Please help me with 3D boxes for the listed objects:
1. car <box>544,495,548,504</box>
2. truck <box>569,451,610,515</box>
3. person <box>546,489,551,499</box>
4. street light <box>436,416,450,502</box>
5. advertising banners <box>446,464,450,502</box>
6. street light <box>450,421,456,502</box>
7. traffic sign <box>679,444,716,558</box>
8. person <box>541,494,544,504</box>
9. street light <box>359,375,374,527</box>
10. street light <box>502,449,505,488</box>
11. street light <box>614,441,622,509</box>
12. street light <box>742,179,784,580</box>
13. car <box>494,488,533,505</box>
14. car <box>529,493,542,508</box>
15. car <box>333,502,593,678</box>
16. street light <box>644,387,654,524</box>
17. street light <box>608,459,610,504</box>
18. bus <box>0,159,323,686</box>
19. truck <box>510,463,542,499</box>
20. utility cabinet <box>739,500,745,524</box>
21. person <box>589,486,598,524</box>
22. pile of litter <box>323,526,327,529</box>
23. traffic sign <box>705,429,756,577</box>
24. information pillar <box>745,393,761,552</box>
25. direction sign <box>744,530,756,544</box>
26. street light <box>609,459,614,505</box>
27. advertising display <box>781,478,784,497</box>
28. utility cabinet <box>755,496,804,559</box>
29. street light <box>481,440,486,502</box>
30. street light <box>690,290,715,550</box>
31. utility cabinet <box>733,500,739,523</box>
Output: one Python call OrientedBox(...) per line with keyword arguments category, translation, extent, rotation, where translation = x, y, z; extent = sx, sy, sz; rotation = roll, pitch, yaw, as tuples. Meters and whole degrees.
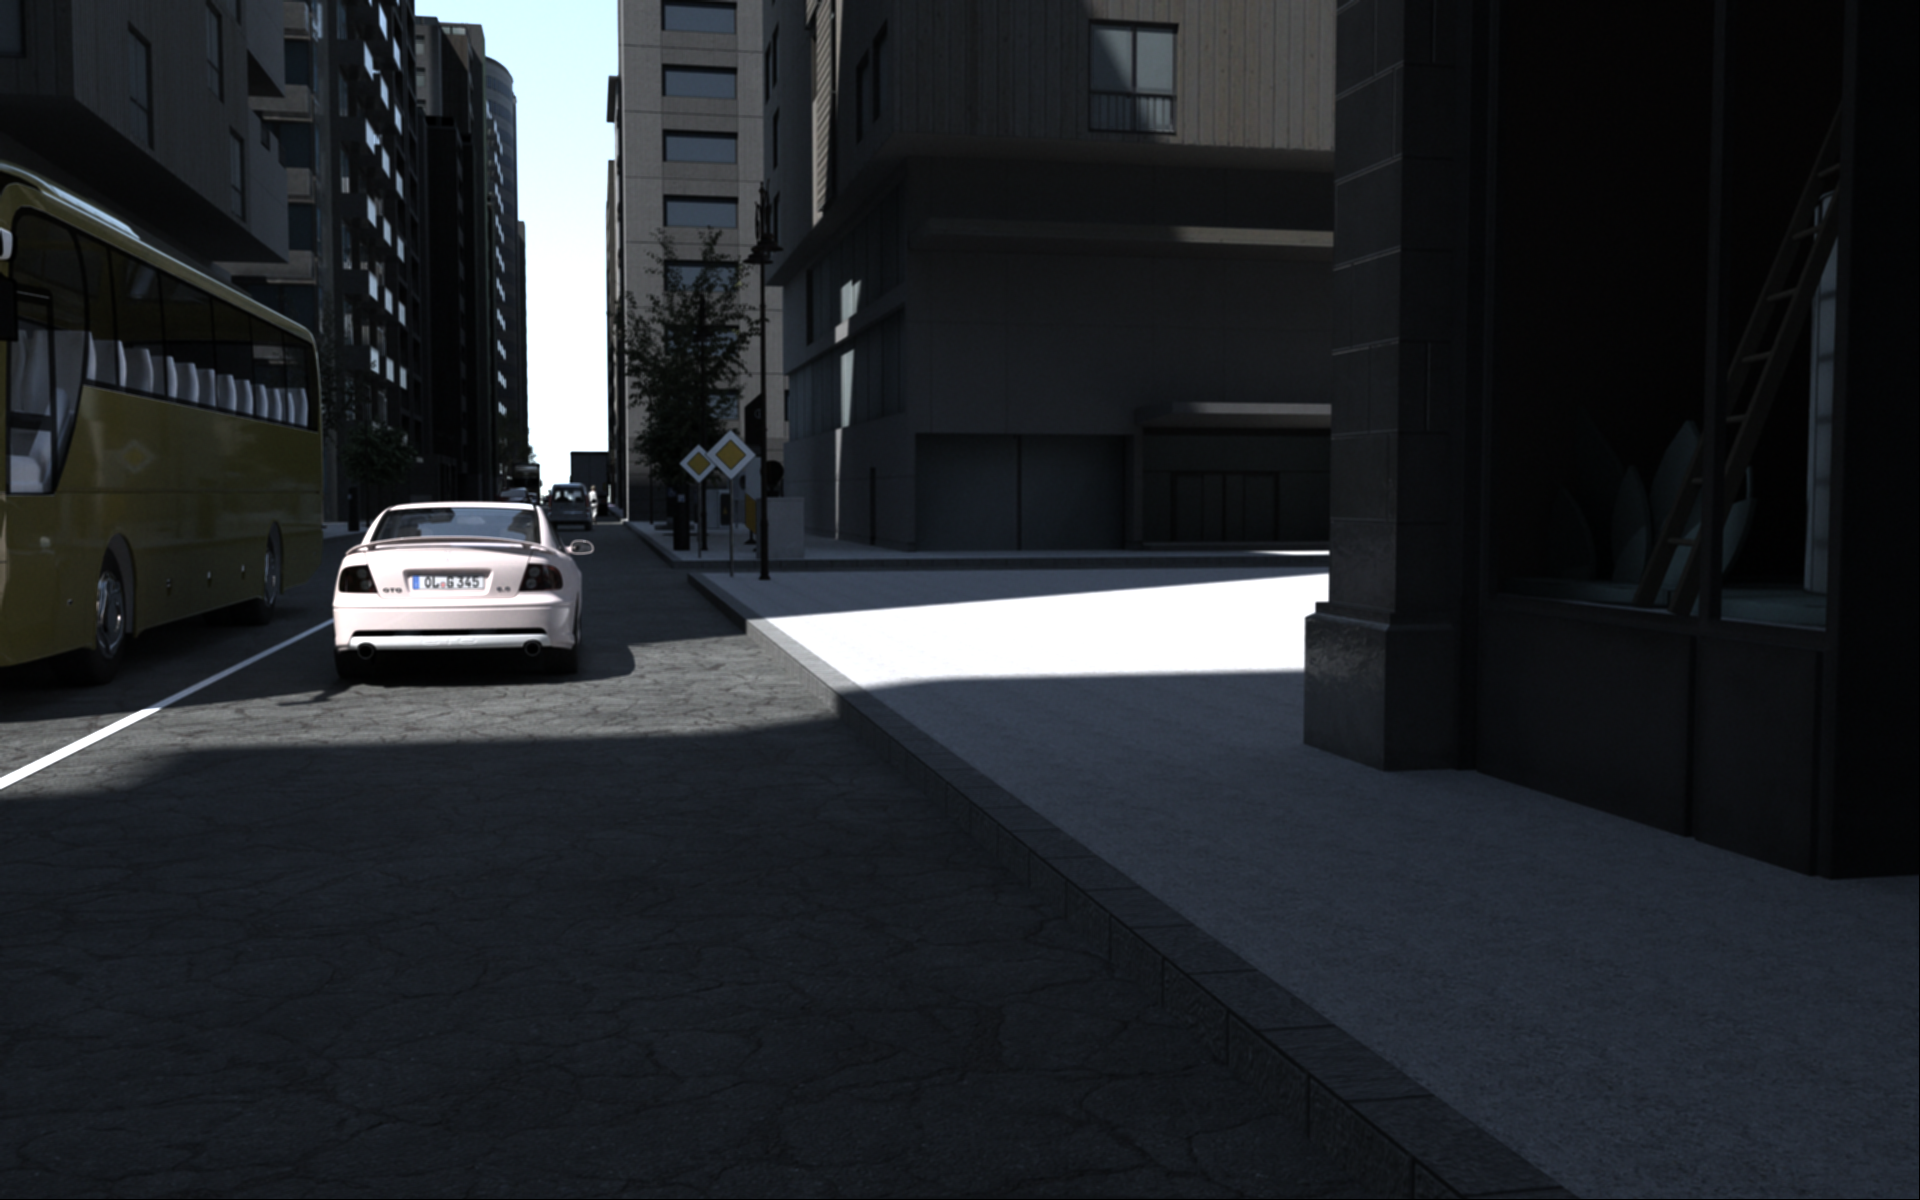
OrientedBox(category="car", translation=(-61.053, -14.997, 257.782), extent=(1.945, 1.354, 3.894), rotation=(-1, 4, -10))
OrientedBox(category="truck", translation=(-25.412, -7.950, 118.892), extent=(2.839, 4.237, 11.283), rotation=(-1, 4, -12))
OrientedBox(category="person", translation=(-35.799, -8.705, 150.690), extent=(0.599, 1.838, 0.709), rotation=(-2, 4, -24))
OrientedBox(category="street light", translation=(-30.228, -7.835, 100.891), extent=(0.468, 5.910, 1.993), rotation=(-1, 4, -12))
OrientedBox(category="advertising banners", translation=(-28.767, -6.189, 97.375), extent=(0.090, 3.025, 2.074), rotation=(-1, 4, -10))
OrientedBox(category="street light", translation=(-31.556, -8.239, 107.502), extent=(0.468, 5.910, 1.993), rotation=(-1, 4, -12))
OrientedBox(category="traffic sign", translation=(-5.217, -1.896, 34.636), extent=(0.795, 2.450, 0.064), rotation=(-1, 4, -12))
OrientedBox(category="person", translation=(-57.837, -13.983, 240.337), extent=(0.599, 1.433, 0.991), rotation=(3, 5, 43))
OrientedBox(category="street light", translation=(-22.761, -5.726, 66.412), extent=(0.468, 5.910, 1.993), rotation=(-1, 4, -12))
OrientedBox(category="street light", translation=(-46.043, -12.371, 175.050), extent=(0.468, 5.910, 1.993), rotation=(-1, 4, -12))
OrientedBox(category="street light", translation=(-29.248, -10.767, 148.833), extent=(0.468, 5.910, 1.993), rotation=(-1, 4, -12))
OrientedBox(category="street light", translation=(-2.930, -3.242, 25.792), extent=(0.468, 5.910, 1.993), rotation=(-1, 4, -12))
OrientedBox(category="car", translation=(-26.833, -5.843, 104.208), extent=(2.281, 1.827, 5.304), rotation=(-1, 4, -12))
OrientedBox(category="car", translation=(-30.433, -6.893, 121.740), extent=(2.155, 1.783, 4.494), rotation=(-1, 4, -11))
OrientedBox(category="car", translation=(-4.236, -0.161, 15.000), extent=(2.083, 1.381, 4.827), rotation=(-1, 4, -12))
OrientedBox(category="street light", translation=(-13.124, -6.162, 73.530), extent=(0.468, 5.910, 1.993), rotation=(-1, 4, -12))
OrientedBox(category="street light", translation=(-39.357, -13.658, 196.094), extent=(0.468, 5.910, 1.993), rotation=(-1, 4, -12))
OrientedBox(category="bus", translation=(-8.195, -1.491, 15.930), extent=(2.896, 3.916, 12.252), rotation=(-1, 4, -11))
OrientedBox(category="truck", translation=(-40.053, -10.468, 160.068), extent=(2.839, 4.237, 11.283), rotation=(-1, 4, -14))
OrientedBox(category="utility cabinet", translation=(-9.122, -3.867, 74.383), extent=(0.306, 1.237, 1.020), rotation=(0, 4, 4))
OrientedBox(category="person", translation=(-17.695, -4.598, 83.552), extent=(0.514, 1.842, 0.818), rotation=(1, 4, 13))
OrientedBox(category="pile of litter", translation=(-24.457, -3.108, 64.786), extent=(1.719, 0.858, 1.176), rotation=(2, 4, 35))
OrientedBox(category="traffic sign", translation=(-3.546, -1.418, 26.827), extent=(0.795, 2.450, 0.064), rotation=(-1, 4, -12))
OrientedBox(category="information pillar", translation=(-4.538, -2.890, 38.612), extent=(0.504, 3.616, 0.183), rotation=(-1, 4, -10))
OrientedBox(category="direction sign", translation=(-5.347, -3.197, 44.276), extent=(0.379, 3.537, 0.876), rotation=(-1, 4, -8))
OrientedBox(category="street light", translation=(-36.416, -12.834, 182.623), extent=(0.468, 5.910, 1.993), rotation=(-1, 4, -12))
OrientedBox(category="advertising display", translation=(-6.725, -3.931, 69.493), extent=(0.974, 1.923, 0.123), rotation=(-3, 4, -36))
OrientedBox(category="utility cabinet", translation=(-3.573, -1.420, 34.371), extent=(1.020, 1.237, 0.306), rotation=(-3, 5, -45))
OrientedBox(category="street light", translation=(-38.862, -10.304, 141.263), extent=(0.468, 5.910, 1.993), rotation=(-1, 4, -12))
OrientedBox(category="street light", translation=(-5.833, -4.070, 39.333), extent=(0.468, 5.910, 1.993), rotation=(-1, 4, -12))
OrientedBox(category="utility cabinet", translation=(-9.843, -4.023, 76.944), extent=(1.020, 1.237, 0.306), rotation=(0, 4, -4))
